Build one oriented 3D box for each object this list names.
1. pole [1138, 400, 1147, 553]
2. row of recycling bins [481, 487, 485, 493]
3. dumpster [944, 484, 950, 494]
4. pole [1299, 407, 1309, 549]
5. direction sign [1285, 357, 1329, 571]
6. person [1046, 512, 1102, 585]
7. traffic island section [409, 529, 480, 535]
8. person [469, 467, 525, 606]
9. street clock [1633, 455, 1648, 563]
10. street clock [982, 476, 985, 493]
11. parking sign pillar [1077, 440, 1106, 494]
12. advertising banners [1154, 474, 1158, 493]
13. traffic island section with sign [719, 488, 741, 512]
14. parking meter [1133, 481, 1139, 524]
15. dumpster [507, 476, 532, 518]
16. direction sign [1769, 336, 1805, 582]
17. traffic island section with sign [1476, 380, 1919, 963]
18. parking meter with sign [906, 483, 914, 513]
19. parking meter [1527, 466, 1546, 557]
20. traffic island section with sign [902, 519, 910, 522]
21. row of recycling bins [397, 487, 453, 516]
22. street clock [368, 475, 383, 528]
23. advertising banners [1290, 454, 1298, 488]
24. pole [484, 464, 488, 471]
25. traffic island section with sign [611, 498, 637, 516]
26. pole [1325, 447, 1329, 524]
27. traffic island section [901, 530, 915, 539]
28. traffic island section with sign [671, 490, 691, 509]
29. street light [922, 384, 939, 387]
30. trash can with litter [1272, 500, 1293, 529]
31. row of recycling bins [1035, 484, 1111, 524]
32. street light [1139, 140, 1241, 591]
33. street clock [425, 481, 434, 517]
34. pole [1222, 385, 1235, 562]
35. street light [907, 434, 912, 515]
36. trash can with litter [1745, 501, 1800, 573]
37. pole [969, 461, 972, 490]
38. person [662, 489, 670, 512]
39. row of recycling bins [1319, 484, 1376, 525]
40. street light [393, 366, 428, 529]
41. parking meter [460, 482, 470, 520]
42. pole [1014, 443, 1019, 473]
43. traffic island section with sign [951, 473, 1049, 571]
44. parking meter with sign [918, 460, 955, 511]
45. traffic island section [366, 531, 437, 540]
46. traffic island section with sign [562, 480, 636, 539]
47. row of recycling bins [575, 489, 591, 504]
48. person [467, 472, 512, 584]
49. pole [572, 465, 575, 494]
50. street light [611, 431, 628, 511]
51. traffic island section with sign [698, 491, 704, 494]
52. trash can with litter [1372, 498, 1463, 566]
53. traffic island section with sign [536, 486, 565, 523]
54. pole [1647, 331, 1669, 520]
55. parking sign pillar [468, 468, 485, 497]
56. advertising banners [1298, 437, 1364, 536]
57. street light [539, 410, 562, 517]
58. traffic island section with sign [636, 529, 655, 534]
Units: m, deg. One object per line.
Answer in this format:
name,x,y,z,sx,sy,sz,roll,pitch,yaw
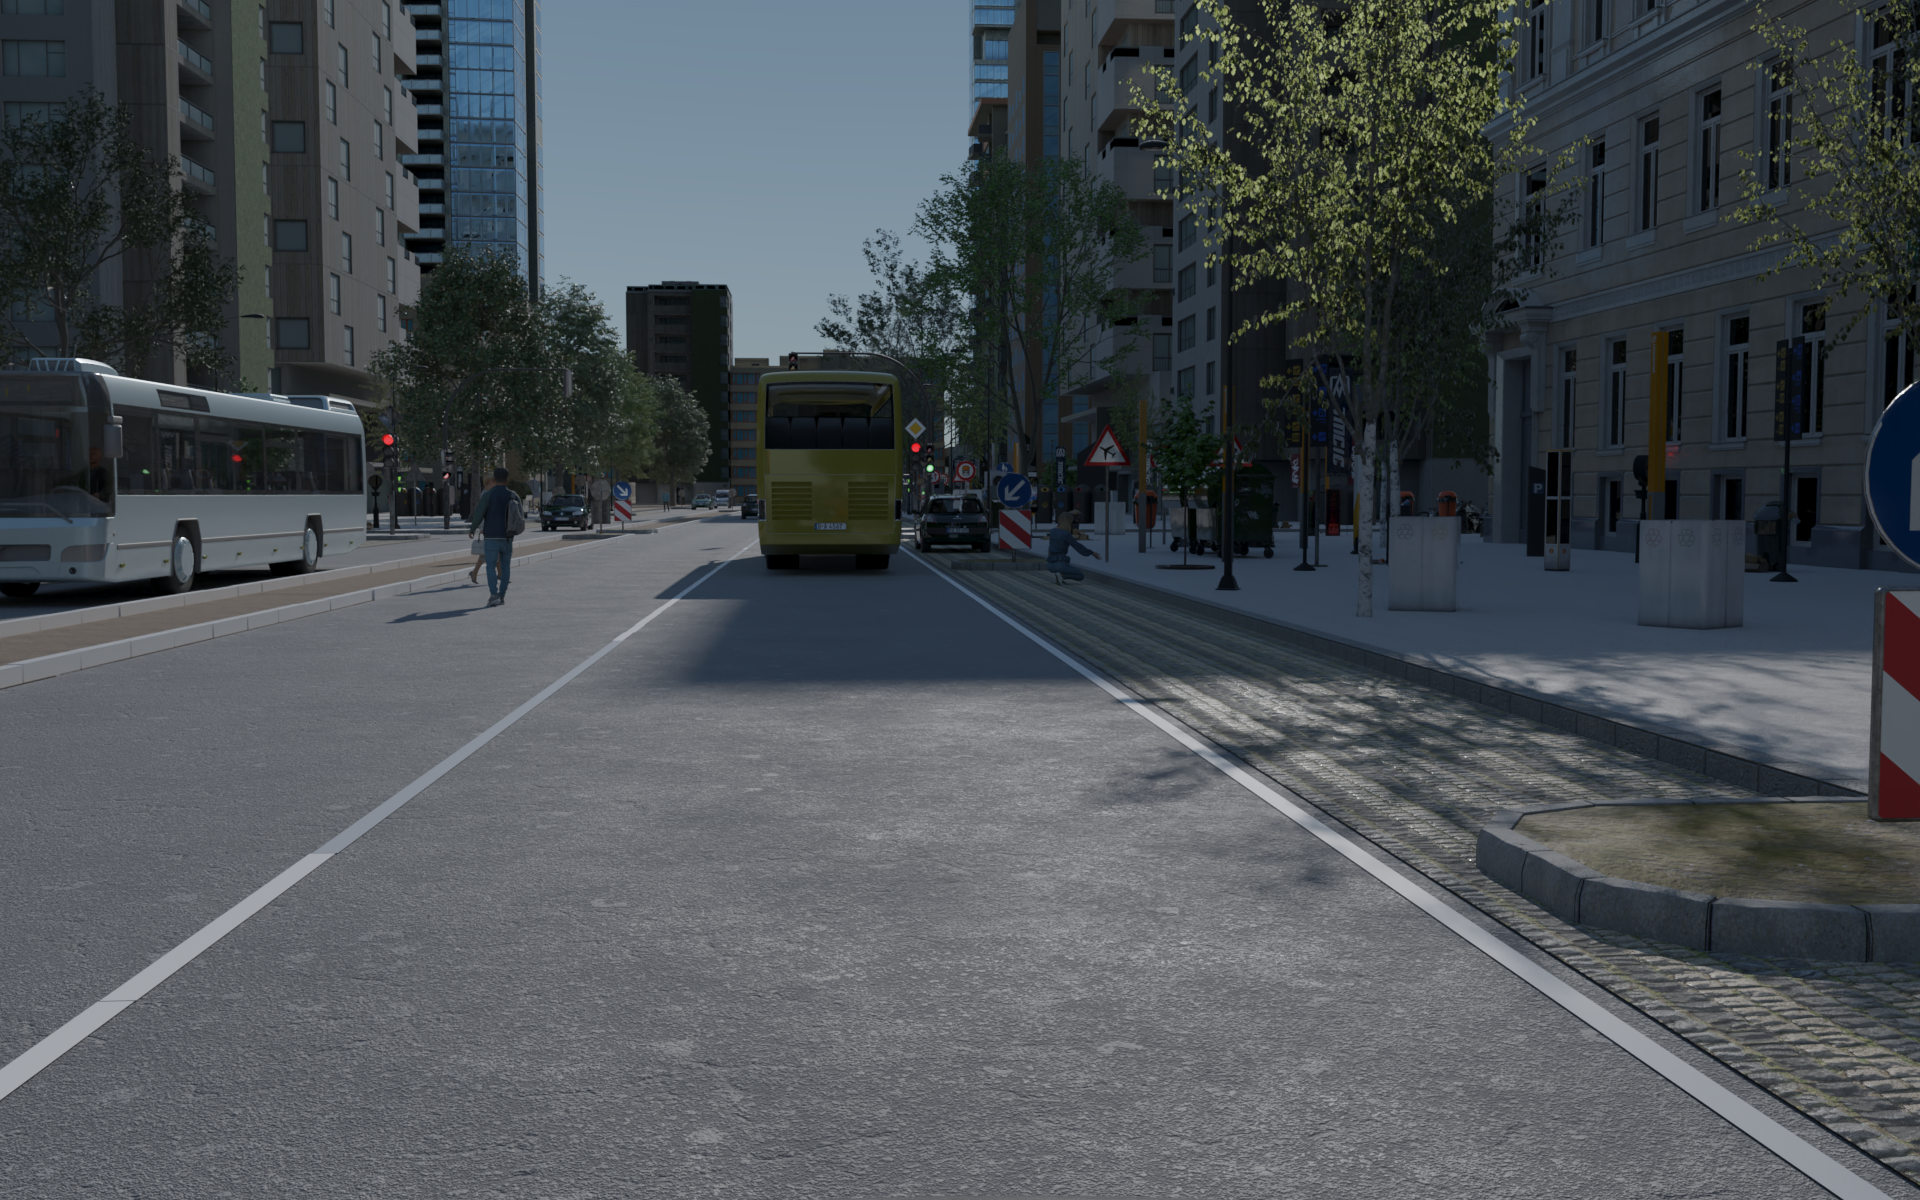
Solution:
pole,3.982,-2.687,37.769,0.158,3.312,0.155,0,3,0
row of recycling bins,-25.791,-5.488,96.847,1.069,1.692,3.534,1,4,19
dumpster,-1.251,-6.351,106.336,1.502,2.255,1.985,0,4,-5
pole,8.091,-2.865,40.678,0.158,3.312,0.155,0,3,0
direction sign,5.777,-2.259,28.926,0.379,3.537,0.876,-3,5,-41
person,1.642,-0.821,27.424,0.738,1.151,1.012,-3,4,-38
traffic island section,-18.553,-2.464,62.569,2.009,0.180,2.903,0,4,-5
person,-5.950,-0.828,22.383,0.623,1.781,0.721,-3,5,-44
street clock,12.664,-1.683,32.093,0.471,2.002,0.358,-3,5,-44
street clock,1.097,-4.017,70.249,0.358,2.002,0.471,2,4,34
parking sign pillar,5.941,-5.492,78.265,1.447,3.967,1.447,0,4,6
advertising banners,10.048,-5.725,89.798,0.090,3.025,2.074,1,4,21
traffic island section with sign,-18.134,-7.920,137.635,2.006,1.907,1.989,0,4,-5
parking meter,7.644,-4.206,74.477,0.399,1.863,0.255,2,4,27
dumpster,-23.257,-5.382,90.491,1.502,2.255,1.985,0,4,-4
direction sign,12.076,-2.036,25.286,0.379,3.537,0.876,0,4,2
traffic island section with sign,2.997,0.147,6.224,1.989,1.847,2.006,0,4,-5
parking meter with sign,-3.215,-7.300,115.623,1.738,3.016,0.543,1,4,14
parking meter,11.863,-1.826,35.559,0.399,1.863,0.255,1,4,14
traffic island section with sign,-3.601,-4.903,88.792,1.989,1.847,2.006,0,4,-5
row of recycling bins,-31.249,-5.713,100.528,3.534,1.692,1.069,-3,5,-40
street clock,-21.978,-3.706,65.155,0.471,2.002,0.358,0,4,-3
advertising banners,15.309,-4.842,75.357,2.074,3.025,0.090,2,4,29
pole,-29.891,-7.061,109.286,0.158,3.312,0.155,0,3,0
traffic island section with sign,-22.332,-6.444,113.991,1.989,1.847,2.006,0,4,-5
pole,14.885,-4.671,70.213,0.158,3.312,0.155,0,3,0
traffic island section,-0.979,-2.059,55.953,2.009,0.180,2.903,0,4,-5
traffic island section with sign,-26.373,-9.530,164.437,1.989,1.847,2.006,0,4,-5
street light,-0.902,-6.166,73.357,1.470,5.913,1.316,0,4,-5
trash can with litter,11.814,-3.246,64.465,1.055,1.170,0.624,-1,4,-16
row of recycling bins,4.883,-4.162,75.163,3.534,1.692,1.069,2,4,25
street light,3.049,-3.084,22.973,1.470,5.913,1.316,0,4,-5
street clock,-29.692,-5.670,97.269,0.358,2.002,0.471,-1,4,-23
pole,5.042,-2.367,32.539,0.158,3.312,0.155,0,3,0
street light,-3.663,-8.191,106.457,1.470,5.913,1.316,0,4,-5
trash can with litter,13.291,-1.046,28.482,1.055,1.170,0.624,-3,5,-41
pole,0.670,-6.997,108.243,0.158,3.312,0.155,0,3,0
person,-23.270,-7.871,137.214,0.660,1.820,0.620,1,4,13
row of recycling bins,16.032,-3.978,72.154,1.069,1.692,3.534,-2,4,-25
street light,-19.983,-5.528,62.918,1.470,5.913,1.316,0,4,-5
parking meter,-24.803,-4.960,86.806,0.399,1.863,0.255,-3,5,-40
pole,2.229,-4.581,68.736,0.158,3.312,0.155,0,3,0
traffic island section with sign,0.852,-1.496,33.094,1.989,1.847,2.006,0,4,-5
parking meter with sign,-1.185,-5.673,89.008,1.738,3.016,0.543,-1,4,-10
traffic island section,-17.917,-1.977,54.610,2.009,0.180,2.903,0,4,-5
traffic island section with sign,-11.561,-2.888,55.350,2.006,1.907,1.989,0,4,-5
row of recycling bins,-28.661,-7.619,131.676,1.069,1.692,3.534,-2,4,-29
person,-7.527,-1.150,27.660,0.624,1.780,0.694,1,4,9
pole,-25.385,-7.329,113.677,0.158,3.312,0.155,0,3,0
street light,-25.282,-9.524,128.266,1.470,5.913,1.316,0,4,-5
traffic island section with sign,-28.513,-11.173,191.307,1.989,1.847,2.006,0,4,-5
trash can with litter,8.418,-1.261,31.682,2.233,1.210,1.678,-2,4,-24
traffic island section with sign,-20.194,-4.801,87.120,1.989,1.847,2.006,0,4,-5
pole,8.793,-1.713,21.856,0.158,3.312,0.155,0,3,0
parking sign pillar,-37.791,-8.989,135.445,1.447,3.967,1.447,0,4,8
advertising banners,11.378,-3.469,52.901,2.074,3.025,0.090,-1,4,-15
street light,-22.661,-7.547,95.930,1.470,5.913,1.316,0,4,-5
traffic island section with sign,-12.141,-3.339,62.735,2.006,1.907,1.989,0,4,-5
